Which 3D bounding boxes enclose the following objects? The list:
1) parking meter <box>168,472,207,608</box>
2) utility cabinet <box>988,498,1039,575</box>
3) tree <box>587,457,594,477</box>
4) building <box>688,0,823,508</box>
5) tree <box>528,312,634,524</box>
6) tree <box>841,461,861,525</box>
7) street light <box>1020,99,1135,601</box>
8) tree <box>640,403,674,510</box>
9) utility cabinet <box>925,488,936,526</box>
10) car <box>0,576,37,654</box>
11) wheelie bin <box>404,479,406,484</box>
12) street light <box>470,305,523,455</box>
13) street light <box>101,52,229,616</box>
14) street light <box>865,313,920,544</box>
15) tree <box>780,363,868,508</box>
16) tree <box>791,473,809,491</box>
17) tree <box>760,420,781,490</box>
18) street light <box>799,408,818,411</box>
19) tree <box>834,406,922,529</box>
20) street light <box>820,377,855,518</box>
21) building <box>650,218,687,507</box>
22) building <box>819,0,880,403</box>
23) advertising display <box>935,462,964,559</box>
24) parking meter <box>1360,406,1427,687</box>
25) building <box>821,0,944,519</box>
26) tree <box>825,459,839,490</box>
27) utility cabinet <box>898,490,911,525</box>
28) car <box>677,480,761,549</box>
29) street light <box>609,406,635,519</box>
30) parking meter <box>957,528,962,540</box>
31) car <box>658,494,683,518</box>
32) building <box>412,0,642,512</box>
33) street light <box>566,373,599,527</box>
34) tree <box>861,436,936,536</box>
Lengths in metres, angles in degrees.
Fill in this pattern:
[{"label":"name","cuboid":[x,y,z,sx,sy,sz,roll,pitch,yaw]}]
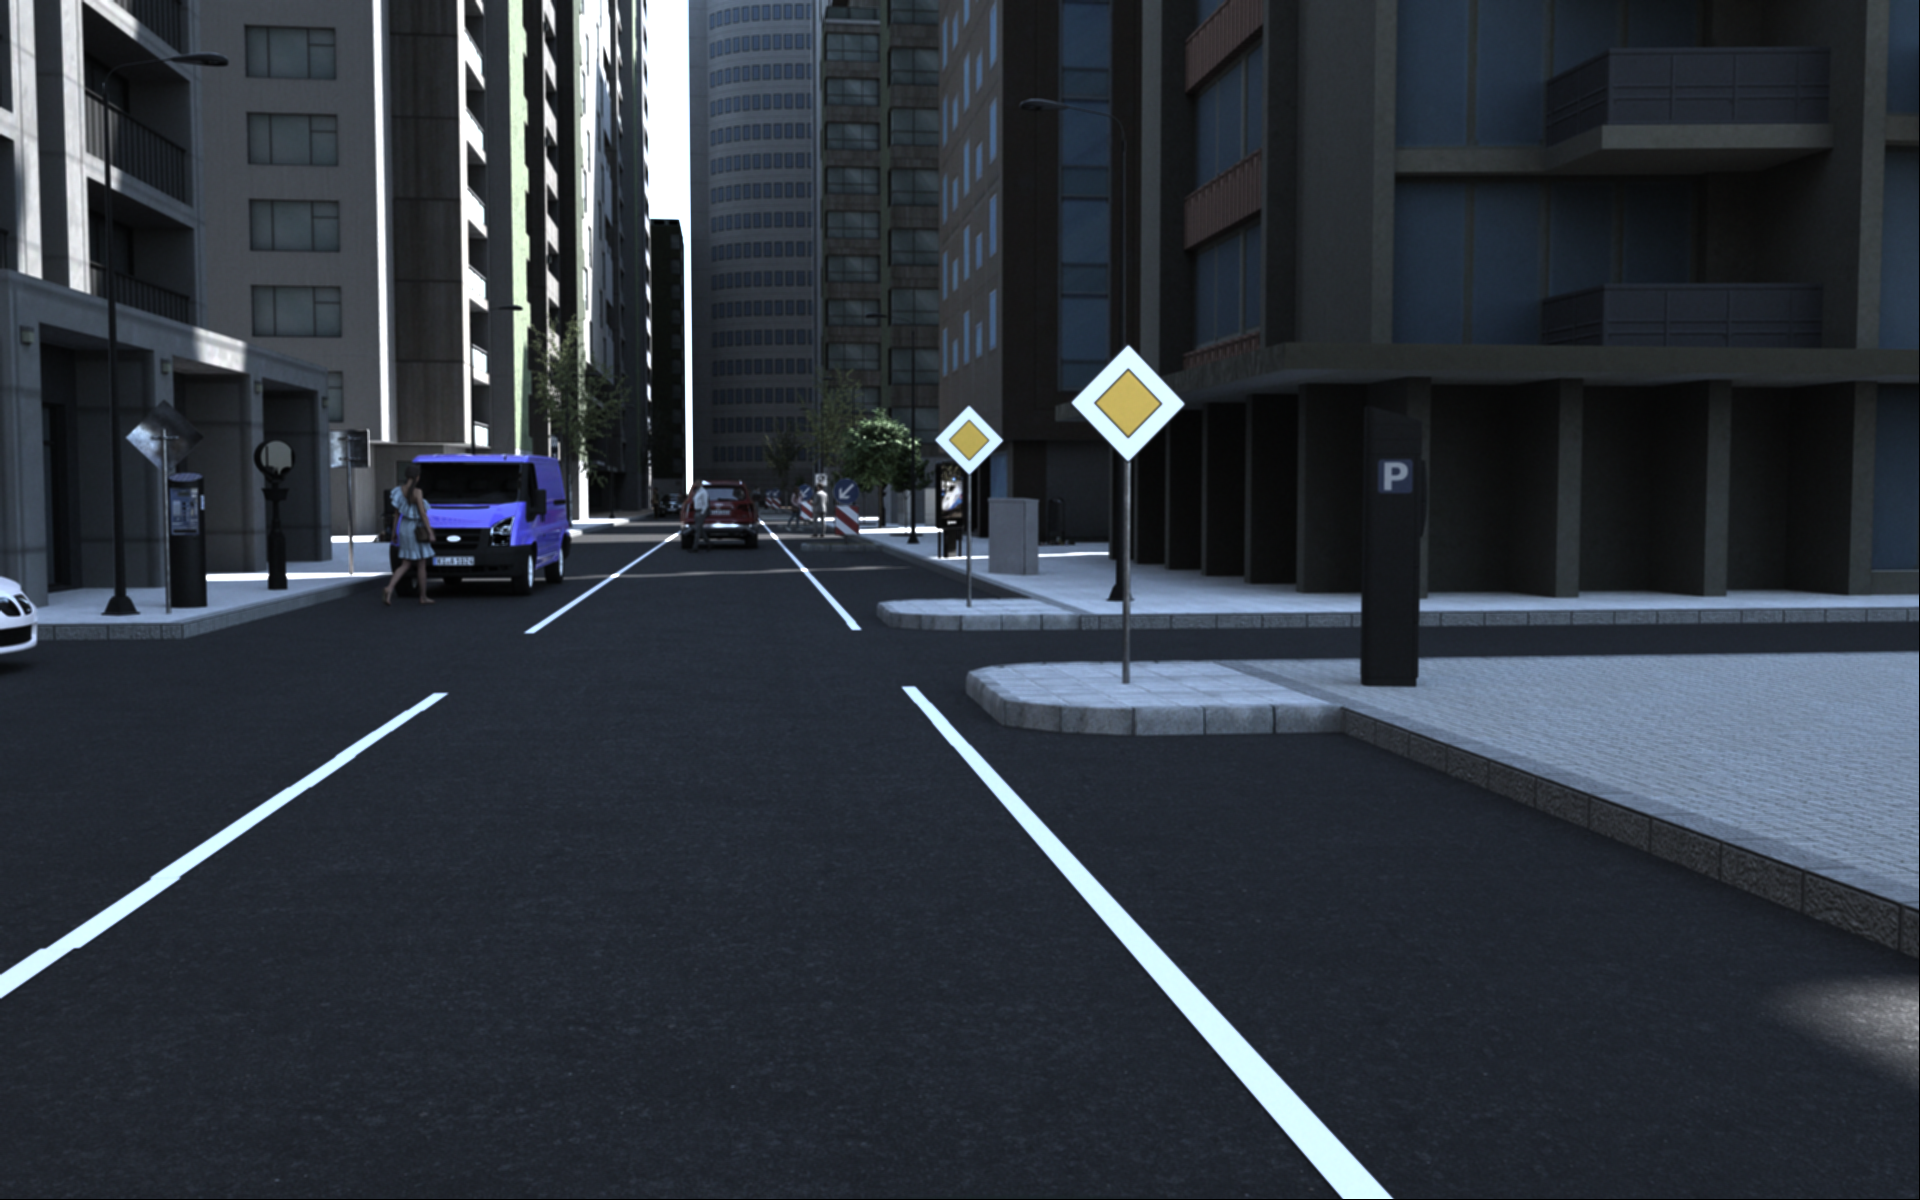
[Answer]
[{"label":"parking meter","cuboid":[-8.763,-0.687,19.644,0.372,1.533,0.369,0,3,0]},{"label":"utility cabinet","cuboid":[0.859,-1.015,27.759,0.306,1.237,1.020,-2,4,-33]},{"label":"tree","cuboid":[-21.013,-6.573,91.186,4.285,4.588,4.351,0,3,0]},{"label":"building","cuboid":[-15.157,-39.554,188.712,28.212,58.520,21.231,0,4,-7]},{"label":"tree","cuboid":[-15.711,-7.333,70.259,4.737,8.622,4.395,0,3,0]},{"label":"tree","cuboid":[-4.038,-4.755,72.348,1.663,3.219,1.824,0,3,0]},{"label":"street light","cuboid":[1.397,-2.940,20.617,1.470,5.913,1.316,0,4,-7]},{"label":"tree","cuboid":[-25.043,-11.520,138.706,4.360,8.622,3.978,0,3,0]},{"label":"utility cabinet","cuboid":[-0.807,-3.671,68.694,1.173,1.500,0.318,0,4,-1]},{"label":"car","cuboid":[-9.934,-0.078,13.639,4.827,1.381,2.083,0,4,-7]},{"label":"wheelie bin","cuboid":[-11.833,-1.815,37.582,0.693,1.594,0.980,2,4,27]},{"label":"street light","cuboid":[-11.457,-4.291,42.698,1.470,5.913,1.316,0,4,-7]},{"label":"street light","cuboid":[-8.401,-2.800,18.328,1.470,5.913,1.316,0,4,-7]},{"label":"street light","cuboid":[-1.750,-4.412,44.670,1.470,5.913,1.316,0,4,-7]},{"label":"tree","cuboid":[-7.078,-8.943,96.576,4.737,8.622,4.395,0,3,0]},{"label":"tree","cuboid":[-14.561,-9.929,156.933,1.663,3.219,1.824,0,3,0]},{"label":"tree","cuboid":[-16.641,-13.030,163.395,4.737,8.622,4.395,0,3,0]},{"label":"street light","cuboid":[-7.941,-7.384,93.272,1.470,5.913,1.316,0,4,-7]},{"label":"tree","cuboid":[-3.061,-4.923,64.213,4.285,4.588,4.351,0,3,0]},{"label":"street light","cuboid":[-4.770,-5.898,68.980,1.470,5.913,1.316,0,4,-7]},{"label":"building","cuboid":[-36.043,-25.133,182.623,14.107,30.474,14.160,0,4,-7]},{"label":"building","cuboid":[3.635,-32.985,128.541,28.713,52.752,27.495,0,4,-7]},{"label":"advertising display","cuboid":[-0.202,-1.810,34.815,0.123,1.923,0.974,2,4,29]},{"label":"parking meter","cuboid":[2.907,-0.361,11.606,0.399,1.863,0.255,0,4,7]},{"label":"building","cuboid":[-1.631,-20.544,107.602,14.160,30.474,14.107,0,4,-7]},{"label":"tree","cuboid":[-5.156,-5.246,80.367,1.663,3.219,1.824,0,3,0]},{"label":"utility cabinet","cuboid":[-2.269,-3.774,70.388,0.318,1.500,1.173,-1,4,-15]},{"label":"car","cuboid":[-6.563,-2.357,47.217,2.281,1.827,5.304,0,4,-8]},{"label":"street light","cuboid":[-17.735,-7.236,90.853,1.470,5.913,1.316,0,4,-7]},{"label":"parking meter","cuboid":[-0.124,-2.448,48.431,0.372,1.533,0.369,0,3,0]},{"label":"car","cuboid":[-17.613,-5.918,106.540,2.009,1.686,4.222,0,4,-6]},{"label":"building","cuboid":[-31.030,-27.106,126.772,14.154,41.232,14.086,0,4,-7]},{"label":"street light","cuboid":[-14.543,-5.751,66.568,1.470,5.913,1.316,0,4,-7]},{"label":"tree","cuboid":[-1.741,-3.572,53.005,1.663,3.219,1.824,0,3,0]}]
